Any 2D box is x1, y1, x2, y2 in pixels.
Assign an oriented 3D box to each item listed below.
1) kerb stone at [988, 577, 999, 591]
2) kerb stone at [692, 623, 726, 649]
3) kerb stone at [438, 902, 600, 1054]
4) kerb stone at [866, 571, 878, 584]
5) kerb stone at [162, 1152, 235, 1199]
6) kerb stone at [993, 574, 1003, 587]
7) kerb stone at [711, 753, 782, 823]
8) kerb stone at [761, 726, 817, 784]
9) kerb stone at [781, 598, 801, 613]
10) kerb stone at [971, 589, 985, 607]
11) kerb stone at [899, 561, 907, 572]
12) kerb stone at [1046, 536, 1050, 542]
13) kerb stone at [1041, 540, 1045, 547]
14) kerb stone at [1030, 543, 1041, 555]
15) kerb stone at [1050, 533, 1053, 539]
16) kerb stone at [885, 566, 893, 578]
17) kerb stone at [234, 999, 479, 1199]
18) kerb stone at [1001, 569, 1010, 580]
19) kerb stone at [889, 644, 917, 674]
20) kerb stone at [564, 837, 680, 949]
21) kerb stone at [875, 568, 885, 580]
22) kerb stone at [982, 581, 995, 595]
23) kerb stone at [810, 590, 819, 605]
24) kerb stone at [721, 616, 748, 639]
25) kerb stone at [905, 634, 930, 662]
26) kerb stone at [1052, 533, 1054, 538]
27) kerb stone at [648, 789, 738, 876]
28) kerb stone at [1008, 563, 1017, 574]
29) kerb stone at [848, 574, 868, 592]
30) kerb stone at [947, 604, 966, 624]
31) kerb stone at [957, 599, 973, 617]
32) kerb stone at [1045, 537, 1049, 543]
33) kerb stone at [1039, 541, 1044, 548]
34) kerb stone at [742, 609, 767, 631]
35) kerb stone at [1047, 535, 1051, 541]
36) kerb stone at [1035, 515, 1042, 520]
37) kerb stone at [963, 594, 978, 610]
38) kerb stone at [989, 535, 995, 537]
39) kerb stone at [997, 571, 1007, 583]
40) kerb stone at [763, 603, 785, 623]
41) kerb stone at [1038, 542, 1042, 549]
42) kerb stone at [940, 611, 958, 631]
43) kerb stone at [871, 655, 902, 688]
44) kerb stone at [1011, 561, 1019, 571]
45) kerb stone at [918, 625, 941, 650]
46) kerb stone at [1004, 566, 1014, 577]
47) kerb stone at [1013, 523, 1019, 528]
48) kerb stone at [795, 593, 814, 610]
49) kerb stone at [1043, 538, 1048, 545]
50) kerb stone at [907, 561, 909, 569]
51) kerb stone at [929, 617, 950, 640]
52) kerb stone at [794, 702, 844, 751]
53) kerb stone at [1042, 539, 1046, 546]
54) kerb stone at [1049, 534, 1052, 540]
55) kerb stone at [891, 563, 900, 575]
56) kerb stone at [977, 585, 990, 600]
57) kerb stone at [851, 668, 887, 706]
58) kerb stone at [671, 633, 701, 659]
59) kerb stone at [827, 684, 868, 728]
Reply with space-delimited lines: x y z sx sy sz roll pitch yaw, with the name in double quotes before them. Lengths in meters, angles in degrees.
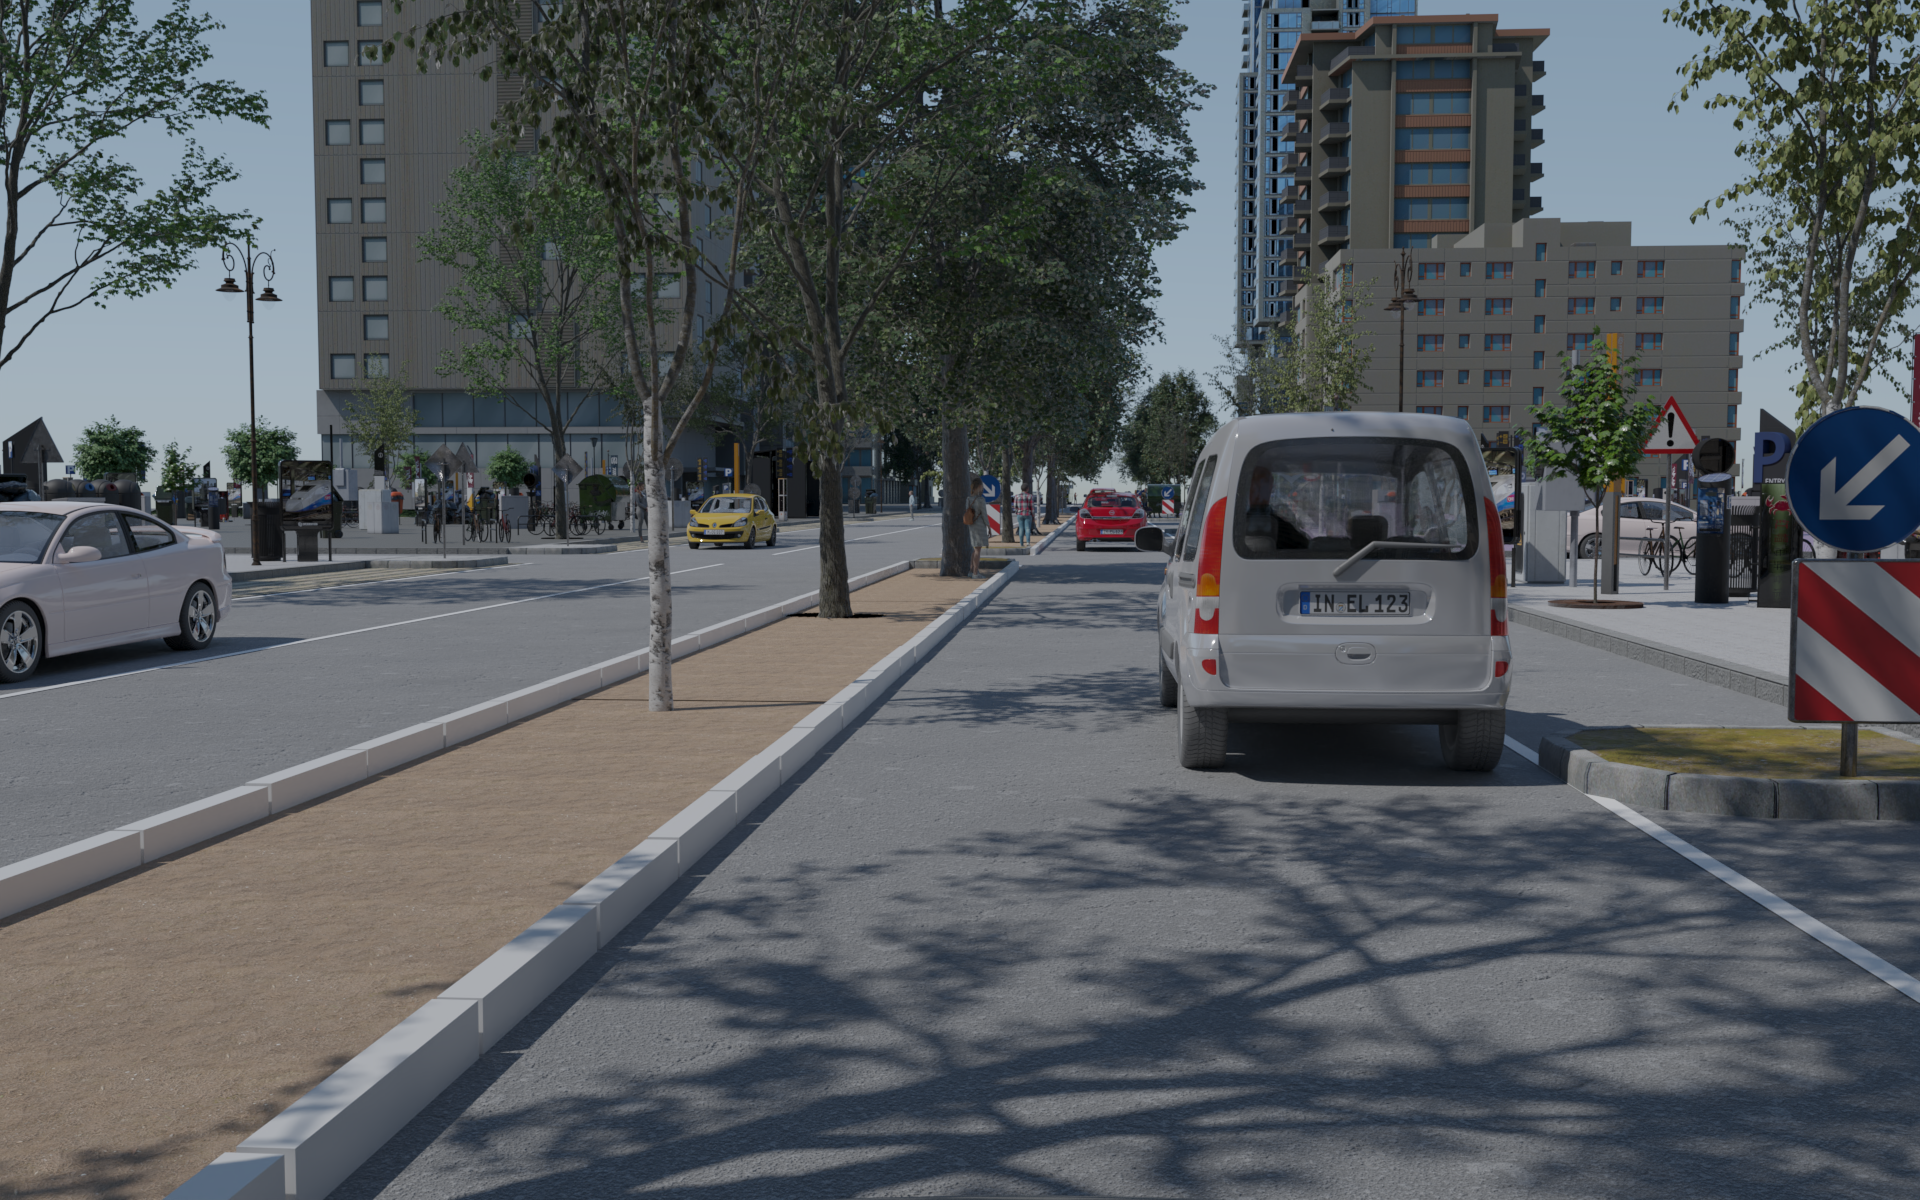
"kerb stone" 0.448 -0.195 25.391 0.120 0.150 1.000 0 4 5
"kerb stone" -2.399 0.357 16.362 0.120 0.150 1.000 0 4 5
"kerb stone" -1.237 1.060 4.926 0.120 0.150 1.000 0 4 5
"kerb stone" -1.480 -0.332 27.616 0.120 0.150 1.000 0 4 5
"kerb stone" -1.413 1.182 2.876 0.120 0.150 1.000 0 4 5
"kerb stone" 0.524 -0.254 26.411 0.120 0.150 1.000 0 4 5
"kerb stone" -0.985 0.868 8.003 0.120 0.150 1.000 0 4 5
"kerb stone" -0.898 0.810 9.022 0.120 0.150 1.000 0 4 5
"kerb stone" -2.060 0.106 20.455 0.120 0.150 1.000 0 4 5
"kerb stone" 0.198 -0.007 22.310 0.120 0.150 1.000 0 4 5
"kerb stone" -1.141 -0.580 31.695 0.120 0.150 1.000 0 4 5
"kerb stone" 2.427 -1.667 49.449 0.120 0.150 1.000 0 4 5
"kerb stone" 2.083 -1.416 45.351 0.120 0.150 1.000 0 4 5
"kerb stone" 1.834 -1.229 42.296 0.120 0.150 1.000 0 4 5
"kerb stone" 2.679 -1.854 52.511 0.120 0.150 1.000 0 4 5
"kerb stone" -1.312 -0.456 29.657 0.120 0.150 1.000 0 4 5
"kerb stone" -1.322 1.119 3.900 0.120 0.150 1.000 0 4 5
"kerb stone" 0.693 -0.379 28.462 0.120 0.150 1.000 0 4 5
"kerb stone" -0.487 0.495 14.121 0.120 0.150 1.000 0 4 5
"kerb stone" -1.151 0.997 5.950 0.120 0.150 1.000 0 4 5
"kerb stone" -1.398 -0.394 28.639 0.120 0.150 1.000 0 4 5
"kerb stone" 0.360 -0.133 24.373 0.120 0.150 1.000 0 4 5
"kerb stone" -1.898 -0.019 22.500 0.120 0.150 1.000 0 4 5
"kerb stone" -2.320 0.295 17.387 0.120 0.150 1.000 0 4 5
"kerb stone" -0.392 0.434 15.144 0.120 0.150 1.000 0 4 5
"kerb stone" 2.758 -1.917 53.531 0.120 0.150 1.000 0 4 5
"kerb stone" -1.068 0.931 6.976 0.120 0.150 1.000 0 4 5
"kerb stone" 0.869 -0.508 30.505 0.120 0.150 1.000 0 4 5
"kerb stone" -1.573 -0.269 26.598 0.120 0.150 1.000 0 4 5
"kerb stone" -0.066 0.181 19.236 0.120 0.150 1.000 0 4 5
"kerb stone" 0.027 0.119 20.254 0.120 0.150 1.000 0 4 5
"kerb stone" 2.345 -1.604 48.426 0.120 0.150 1.000 0 4 5
"kerb stone" 2.001 -1.353 44.333 0.120 0.150 1.000 0 4 5
"kerb stone" -2.231 0.231 18.412 0.120 0.150 1.000 0 4 5
"kerb stone" 2.507 -1.729 50.467 0.120 0.150 1.000 0 4 5
"kerb stone" 4.617 -4.858 101.706 0.120 0.150 1.000 0 4 5
"kerb stone" 0.100 0.056 21.277 0.120 0.150 1.000 0 4 5
"kerb stone" 1.168 -2.295 59.808 0.120 0.150 1.000 0 4 5
"kerb stone" 0.611 -0.321 27.436 0.120 0.150 1.000 0 4 5
"kerb stone" -2.149 0.171 19.437 0.120 0.150 1.000 0 4 5
"kerb stone" 1.921 -1.292 43.314 0.120 0.150 1.000 0 4 5
"kerb stone" -0.151 0.249 18.210 0.120 0.150 1.000 0 4 5
"kerb stone" -0.572 0.556 13.102 0.120 0.150 1.000 0 4 5
"kerb stone" 0.953 -0.571 31.524 0.120 0.150 1.000 0 4 5
"kerb stone" -0.312 0.371 16.164 0.120 0.150 1.000 0 4 5
"kerb stone" 0.784 -0.445 29.486 0.120 0.150 1.000 0 4 5
"kerb stone" 2.510 -3.291 76.158 0.120 0.150 1.000 0 4 5
"kerb stone" -1.989 0.044 21.482 0.120 0.150 1.000 0 4 5
"kerb stone" 2.255 -1.541 47.398 0.120 0.150 1.000 0 4 5
"kerb stone" -1.057 -0.643 32.714 0.120 0.150 1.000 0 4 5
"kerb stone" -0.230 0.307 17.183 0.120 0.150 1.000 0 4 5
"kerb stone" -0.820 0.743 10.045 0.120 0.150 1.000 0 4 5
"kerb stone" 2.169 -1.479 46.379 0.120 0.150 1.000 0 4 5
"kerb stone" 2.595 -1.791 51.487 0.120 0.150 1.000 0 4 5
"kerb stone" -1.228 -0.516 30.676 0.120 0.150 1.000 0 4 5
"kerb stone" 0.275 -0.070 23.344 0.120 0.150 1.000 0 4 5
"kerb stone" -0.649 0.619 12.083 0.120 0.150 1.000 0 4 5
"kerb stone" -2.490 0.428 15.340 0.120 0.150 1.000 0 4 5
"kerb stone" -0.732 0.681 11.064 0.120 0.150 1.000 0 4 5
